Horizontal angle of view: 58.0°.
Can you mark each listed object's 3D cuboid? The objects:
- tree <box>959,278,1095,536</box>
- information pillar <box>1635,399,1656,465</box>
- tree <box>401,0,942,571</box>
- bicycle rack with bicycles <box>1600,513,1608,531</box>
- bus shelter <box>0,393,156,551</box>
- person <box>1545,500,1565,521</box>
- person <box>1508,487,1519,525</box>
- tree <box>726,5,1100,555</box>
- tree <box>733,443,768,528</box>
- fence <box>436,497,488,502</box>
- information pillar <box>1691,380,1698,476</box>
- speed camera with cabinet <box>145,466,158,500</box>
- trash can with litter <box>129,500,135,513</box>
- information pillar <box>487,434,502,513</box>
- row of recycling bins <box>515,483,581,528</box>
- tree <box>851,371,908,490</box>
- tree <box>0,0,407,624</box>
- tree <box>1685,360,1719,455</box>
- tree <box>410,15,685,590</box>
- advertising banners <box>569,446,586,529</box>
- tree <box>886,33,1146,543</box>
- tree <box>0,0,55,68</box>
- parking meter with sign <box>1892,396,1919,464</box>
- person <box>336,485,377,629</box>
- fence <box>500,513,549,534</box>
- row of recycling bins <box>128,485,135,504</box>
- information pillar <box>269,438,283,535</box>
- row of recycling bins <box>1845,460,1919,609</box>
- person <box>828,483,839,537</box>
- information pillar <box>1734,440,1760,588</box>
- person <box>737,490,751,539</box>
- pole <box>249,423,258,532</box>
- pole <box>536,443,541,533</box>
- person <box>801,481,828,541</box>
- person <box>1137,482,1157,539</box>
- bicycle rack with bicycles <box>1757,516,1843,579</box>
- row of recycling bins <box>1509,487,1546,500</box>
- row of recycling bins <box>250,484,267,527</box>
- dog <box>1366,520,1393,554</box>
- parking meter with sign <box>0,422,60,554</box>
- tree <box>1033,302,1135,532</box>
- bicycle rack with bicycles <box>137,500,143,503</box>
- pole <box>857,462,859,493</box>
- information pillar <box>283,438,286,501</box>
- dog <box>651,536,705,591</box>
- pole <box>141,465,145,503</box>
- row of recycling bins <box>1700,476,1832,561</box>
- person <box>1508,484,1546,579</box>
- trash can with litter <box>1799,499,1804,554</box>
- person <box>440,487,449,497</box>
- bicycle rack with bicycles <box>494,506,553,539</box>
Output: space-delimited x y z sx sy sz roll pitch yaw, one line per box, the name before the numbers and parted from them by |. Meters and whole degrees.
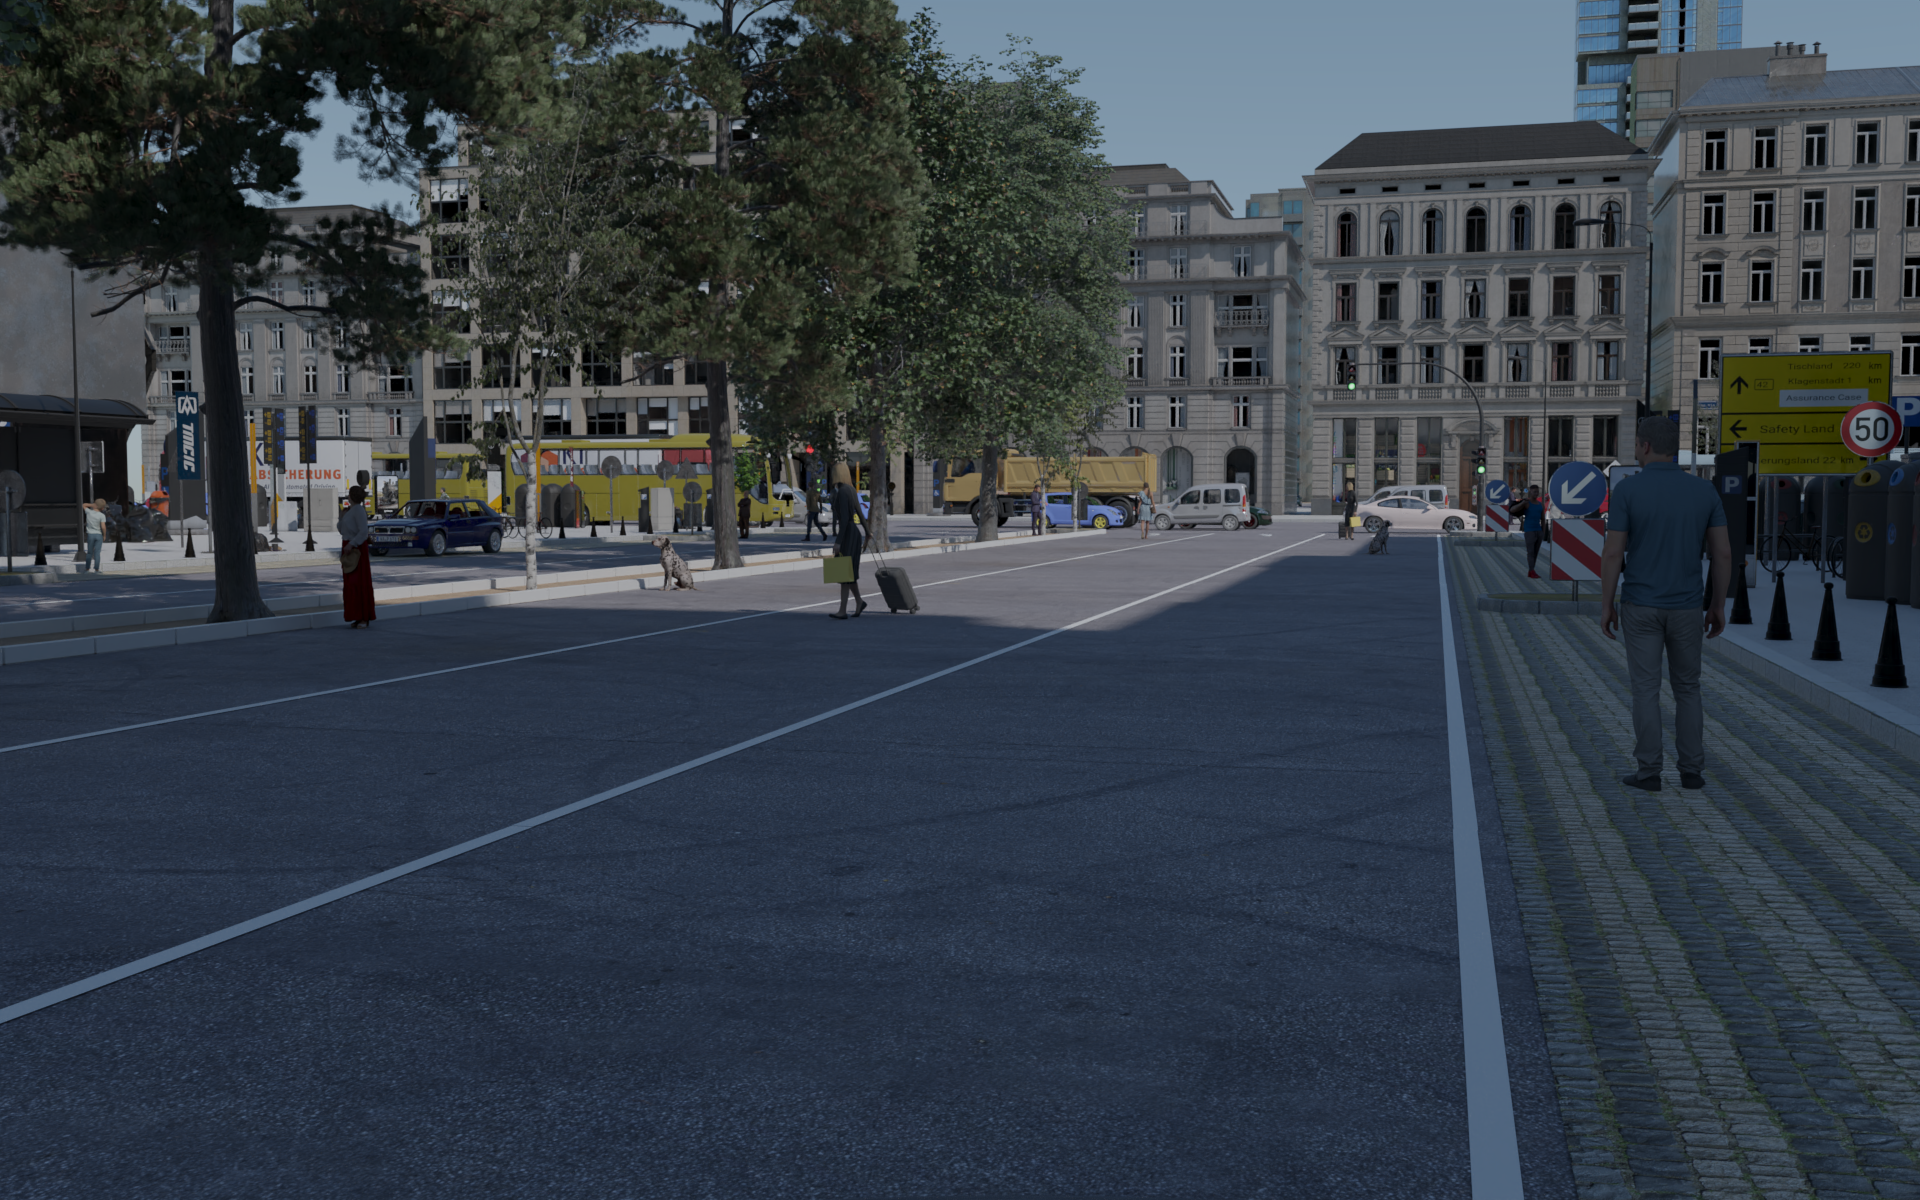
tree | 2.757 -6.390 57.290 4.737 8.622 4.395 0 3 0
information pillar | 16.782 -3.128 42.490 0.504 3.616 0.183 0 4 4
tree | -4.380 -7.435 31.448 7.806 13.903 7.818 0 3 0
bicycle rack with bicycles | 18.395 -1.883 44.169 2.852 0.926 2.925 -3 4 -38
bus shelter | -18.852 -2.489 34.620 2.014 3.302 5.546 1 4 15
person | 21.122 -3.217 61.450 0.694 1.780 0.624 1 4 20
person | 25.589 -4.342 79.945 0.568 1.767 0.683 1 4 17
tree | -1.883 -7.367 39.917 9.611 12.733 9.660 0 3 0
tree | -8.308 -4.362 65.921 1.663 3.219 1.824 0 3 0
fence | -18.443 -3.261 64.514 2.264 1.192 0.480 -1 4 -17
information pillar | 14.954 -2.688 35.306 0.183 3.616 0.504 1 4 22
speed camera with cabinet | -57.013 -7.800 121.870 0.660 3.252 2.038 -1 4 -11
trash can with litter | -29.252 -3.041 61.107 0.624 1.170 1.055 2 4 25
information pillar | -17.174 -4.432 63.810 0.504 3.616 0.183 -1 4 -22
row of recycling bins | -16.009 -3.677 67.231 3.534 1.692 1.069 3 4 38
tree | -4.435 -8.995 97.429 4.737 8.622 4.395 0 3 0
tree | -8.174 -6.682 19.133 7.806 13.903 7.818 0 3 0
tree | 41.098 -8.692 92.484 4.360 8.622 3.978 0 3 0
tree | -6.180 -4.424 25.146 4.360 8.622 3.978 0 3 0
advertising banners | -14.259 -4.178 64.499 0.090 3.025 2.074 0 4 3
tree | 0.793 -8.576 49.324 9.857 13.997 8.962 0 3 0
tree | -10.009 -6.194 10.389 9.857 13.997 8.962 0 3 0
parking meter with sign | 16.554 -2.063 29.986 0.543 3.016 1.738 1 4 17
person | -6.462 -0.463 18.544 0.387 1.526 0.523 -2 4 -29
fence | -14.043 -2.452 55.469 0.278 0.683 2.069 2 4 34
row of recycling bins | -36.721 -4.099 74.138 3.534 1.692 1.069 2 4 26
information pillar | -21.648 -3.870 54.621 0.183 3.616 0.504 -3 4 -39
row of recycling bins | 11.152 -0.775 19.780 1.069 1.692 3.534 1 4 9
person | -4.144 -3.107 58.660 0.474 1.900 0.648 1 4 21
information pillar | 10.748 -1.175 23.707 0.304 2.012 0.304 1 4 20
person | -6.894 -2.733 55.459 0.482 1.546 0.388 3 5 41
pole | -20.405 -3.437 50.037 0.158 3.312 0.155 0 3 0
pole | -13.863 -3.856 56.897 0.158 3.312 0.155 0 3 0
person | -4.431 -2.712 52.754 0.836 1.842 0.656 1 4 10
person | 5.928 -2.838 54.991 0.616 1.811 0.778 1 4 11
bicycle rack with bicycles | 14.054 -0.872 27.647 2.925 0.926 2.852 -1 4 -23
row of recycling bins | 31.681 -5.508 97.171 3.534 1.692 1.069 -3 5 -42
row of recycling bins | -28.420 -3.788 69.054 1.069 1.692 3.534 -2 4 -32
dog | 9.883 -1.496 41.297 0.800 0.831 0.513 1 4 18
parking meter with sign | -20.106 -2.508 37.268 0.543 3.016 1.738 0 4 5
tree | 4.145 -6.661 61.722 4.360 8.622 3.978 0 3 0
bicycle rack with bicycles | -53.900 -6.030 111.971 2.852 0.926 2.925 -1 4 -15
pole | -6.441 -7.058 109.246 0.158 3.312 0.155 0 3 0
information pillar | -28.254 -4.940 72.123 0.504 3.616 0.183 2 4 30
dog | -4.112 -0.541 25.689 0.800 0.831 0.513 1 4 10
pole | -56.844 -7.751 120.567 0.158 3.312 0.155 0 3 0
row of recycling bins | 15.416 -1.626 33.695 3.534 1.692 1.069 1 4 10
person | 9.693 -1.166 29.440 0.647 1.594 0.662 -2 4 -24
trash can with litter | 17.747 -1.557 36.838 1.055 1.170 0.624 -2 4 -23
person | -23.493 -4.263 78.915 0.376 1.734 0.841 -1 4 -23
bicycle rack with bicycles | -13.474 -2.232 49.873 2.852 0.926 2.925 -3 5 -44
